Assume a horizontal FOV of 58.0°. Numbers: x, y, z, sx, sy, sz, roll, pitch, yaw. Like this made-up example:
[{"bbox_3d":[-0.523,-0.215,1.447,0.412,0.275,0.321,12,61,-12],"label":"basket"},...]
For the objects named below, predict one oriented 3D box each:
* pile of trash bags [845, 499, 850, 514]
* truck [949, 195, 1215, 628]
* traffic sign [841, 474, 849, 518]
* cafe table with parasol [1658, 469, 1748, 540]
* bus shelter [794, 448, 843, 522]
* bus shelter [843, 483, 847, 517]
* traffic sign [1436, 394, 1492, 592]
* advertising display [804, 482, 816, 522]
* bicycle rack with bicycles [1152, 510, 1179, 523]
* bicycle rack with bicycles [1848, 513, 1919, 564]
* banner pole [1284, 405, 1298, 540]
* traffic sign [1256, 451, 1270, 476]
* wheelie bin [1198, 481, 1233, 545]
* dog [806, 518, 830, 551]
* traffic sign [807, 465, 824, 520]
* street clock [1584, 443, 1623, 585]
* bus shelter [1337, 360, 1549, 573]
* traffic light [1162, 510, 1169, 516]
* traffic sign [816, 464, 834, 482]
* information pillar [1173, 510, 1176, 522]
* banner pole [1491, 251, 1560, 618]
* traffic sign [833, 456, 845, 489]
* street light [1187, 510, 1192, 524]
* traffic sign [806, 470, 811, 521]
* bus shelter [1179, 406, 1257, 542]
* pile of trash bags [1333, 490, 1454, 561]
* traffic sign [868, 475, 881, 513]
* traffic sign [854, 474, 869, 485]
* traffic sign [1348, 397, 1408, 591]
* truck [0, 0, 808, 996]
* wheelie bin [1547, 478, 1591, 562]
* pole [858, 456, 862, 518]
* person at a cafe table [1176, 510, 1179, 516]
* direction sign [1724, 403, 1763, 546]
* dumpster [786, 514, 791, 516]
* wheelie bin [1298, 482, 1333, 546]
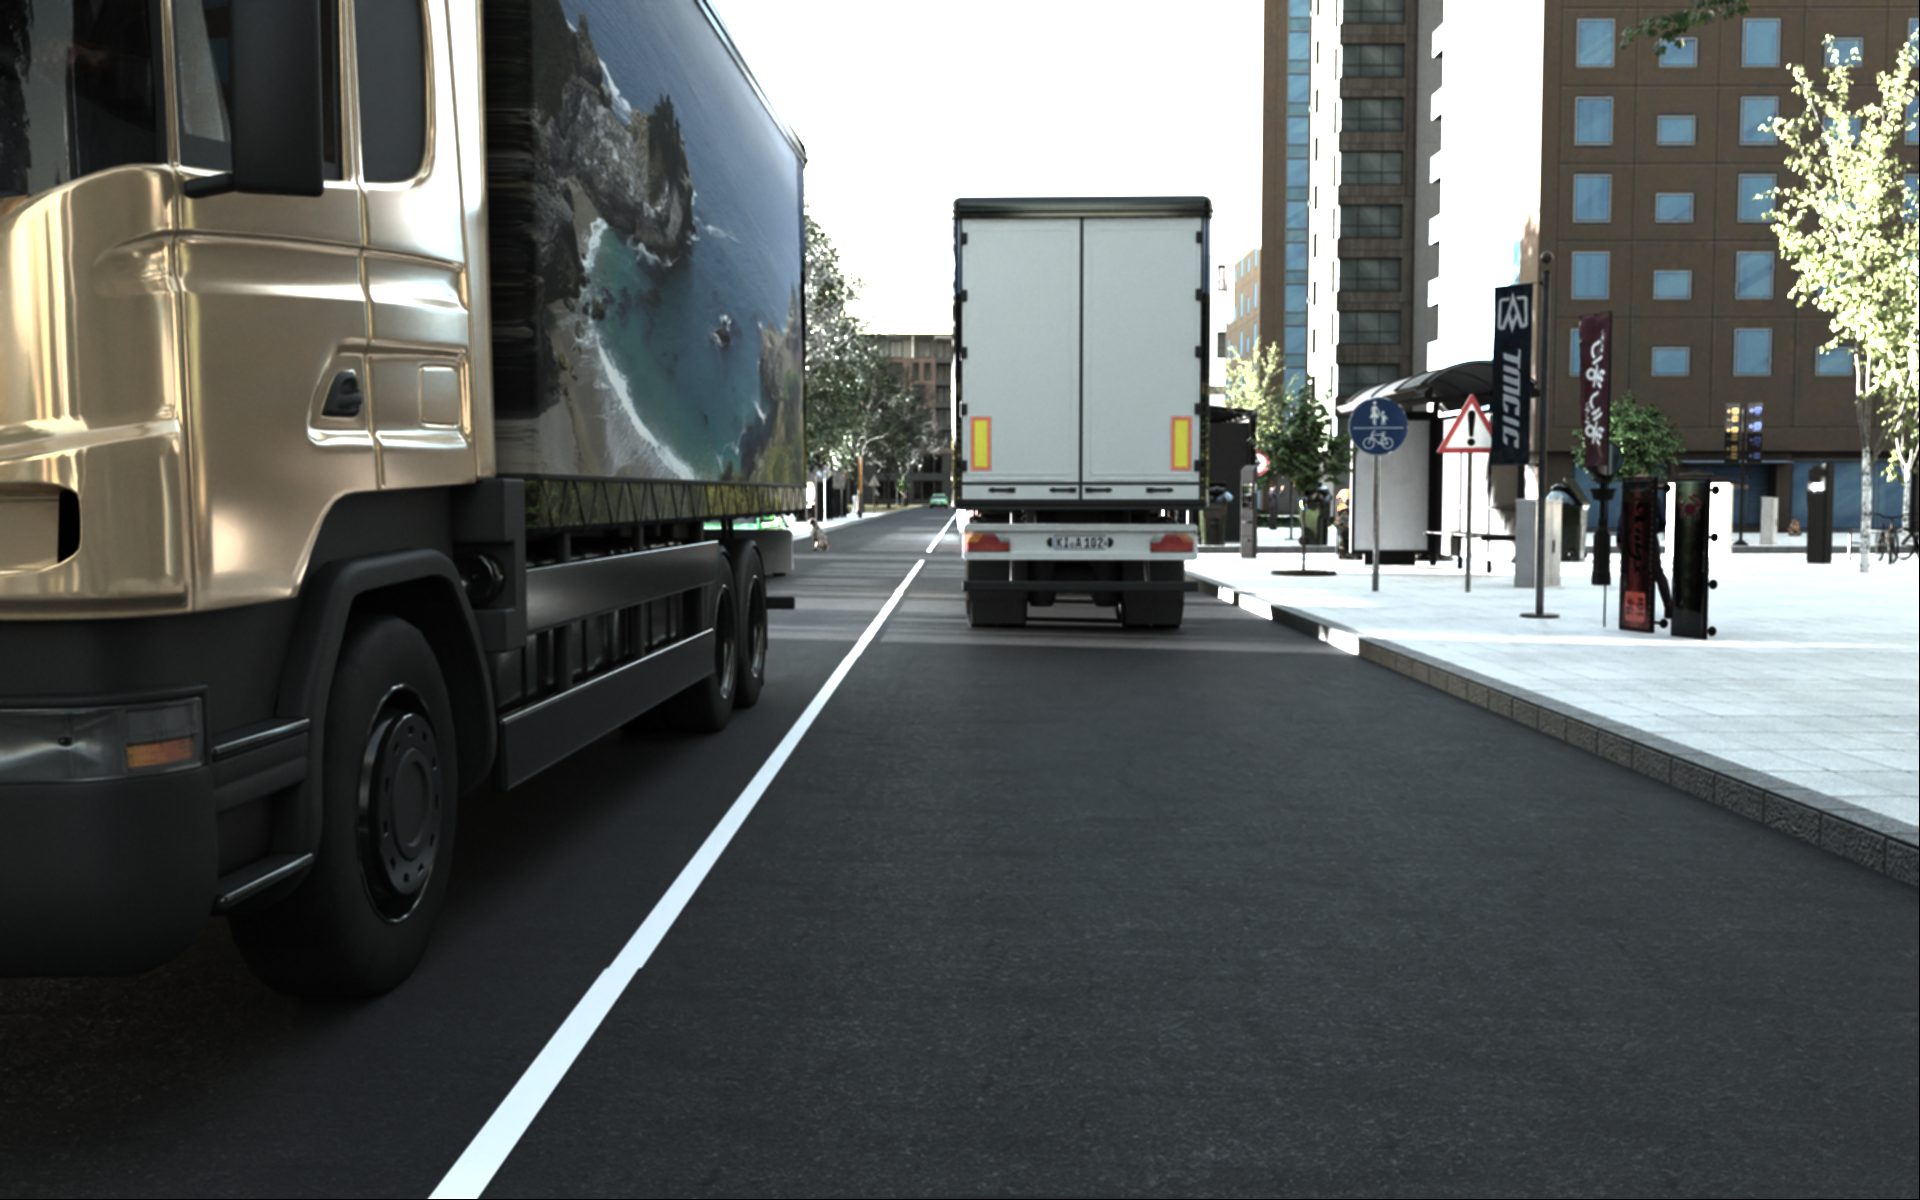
[{"bbox_3d":[-8.485,-6.150,110.313,1.912,1.369,3.447,2,4,24],"label":"pile of trash bags"},{"bbox_3d":[1.365,-2.018,21.907,2.839,4.237,11.283,0,4,2],"label":"truck"},{"bbox_3d":[-6.284,-5.620,91.989,0.768,2.556,0.104,1,4,9],"label":"traffic sign"},{"bbox_3d":[20.357,-2.635,47.954,2.610,1.966,2.610,3,4,36],"label":"cafe table with parasol"},{"bbox_3d":[-6.870,-5.640,83.500,1.731,3.624,6.357,0,4,0],"label":"bus shelter"},{"bbox_3d":[-6.949,-6.361,95.282,1.731,3.624,6.357,0,4,0],"label":"bus shelter"},{"bbox_3d":[6.640,-1.380,22.570,0.884,2.594,0.081,0,4,2],"label":"traffic sign"},{"bbox_3d":[-6.854,-4.511,78.976,0.123,1.923,0.974,-3,4,-37],"label":"advertising display"},{"bbox_3d":[6.526,-3.072,63.603,2.925,0.926,2.852,1,4,14],"label":"bicycle rack with bicycles"},{"bbox_3d":[18.148,-1.180,32.668,2.852,0.926,2.925,0,4,6],"label":"bicycle rack with bicycles"},{"bbox_3d":[9.287,-3.572,48.413,0.401,3.779,0.863,1,4,9],"label":"banner pole"},{"bbox_3d":[8.504,-3.038,49.774,0.768,2.556,0.104,0,4,6],"label":"traffic sign"},{"bbox_3d":[6.359,-2.170,43.382,0.980,1.594,0.693,0,4,-1],"label":"wheelie bin"},{"bbox_3d":[-3.549,-1.664,44.042,0.513,0.831,0.800,-2,4,-23],"label":"dog"},{"bbox_3d":[-6.446,-4.751,77.676,0.884,2.594,0.081,0,4,7],"label":"traffic sign"},{"bbox_3d":[9.064,-1.215,24.430,0.471,2.002,0.358,0,4,-8],"label":"street clock"},{"bbox_3d":[7.860,-2.138,28.877,2.014,3.302,5.546,0,4,0],"label":"bus shelter"},{"bbox_3d":[4.248,-2.871,35.861,0.839,4.253,0.868,0,4,0],"label":"traffic light"},{"bbox_3d":[-5.929,-4.653,75.810,0.795,2.593,0.064,0,4,1],"label":"traffic sign"},{"bbox_3d":[5.810,-2.677,48.256,0.304,2.012,0.304,3,5,44],"label":"information pillar"},{"bbox_3d":[5.910,-1.721,18.155,0.401,3.779,0.863,-3,4,-38],"label":"banner pole"},{"bbox_3d":[-7.178,-5.958,91.281,2.265,3.308,0.079,1,4,10],"label":"traffic sign"},{"bbox_3d":[4.137,-3.833,35.204,1.470,5.913,1.316,0,4,0],"label":"street light"},{"bbox_3d":[-6.917,-4.775,78.081,0.884,2.594,0.081,0,4,5],"label":"traffic sign"},{"bbox_3d":[6.957,-3.477,48.134,1.731,3.624,6.357,0,4,0],"label":"bus shelter"},{"bbox_3d":[8.358,-1.519,34.591,1.912,1.369,3.447,-1,4,-13],"label":"pile of trash bags"},{"bbox_3d":[-5.692,-7.015,114.702,0.884,2.594,0.081,1,4,10],"label":"traffic sign"},{"bbox_3d":[-5.704,-6.112,99.937,0.884,2.594,0.081,0,4,2],"label":"traffic sign"},{"bbox_3d":[5.505,-1.392,22.871,0.768,2.556,0.104,0,4,8],"label":"traffic sign"},{"bbox_3d":[-2.643,-1.190,8.375,2.839,4.237,11.283,0,4,2],"label":"truck"},{"bbox_3d":[11.641,-1.545,33.173,0.693,1.594,0.980,2,4,33],"label":"wheelie bin"},{"bbox_3d":[-5.362,-6.070,93.083,0.158,3.312,0.155,0,3,0],"label":"pole"},{"bbox_3d":[11.844,-5.191,93.382,1.698,1.524,1.622,2,4,30],"label":"person at a cafe table"},{"bbox_3d":[19.520,-3.132,43.204,0.876,3.537,0.379,3,5,40],"label":"direction sign"},{"bbox_3d":[-10.349,-5.949,99.756,1.502,2.255,1.985,0,4,0],"label":"dumpster"},{"bbox_3d":[8.918,-2.171,43.397,0.693,1.594,0.980,3,4,38],"label":"wheelie bin"}]
